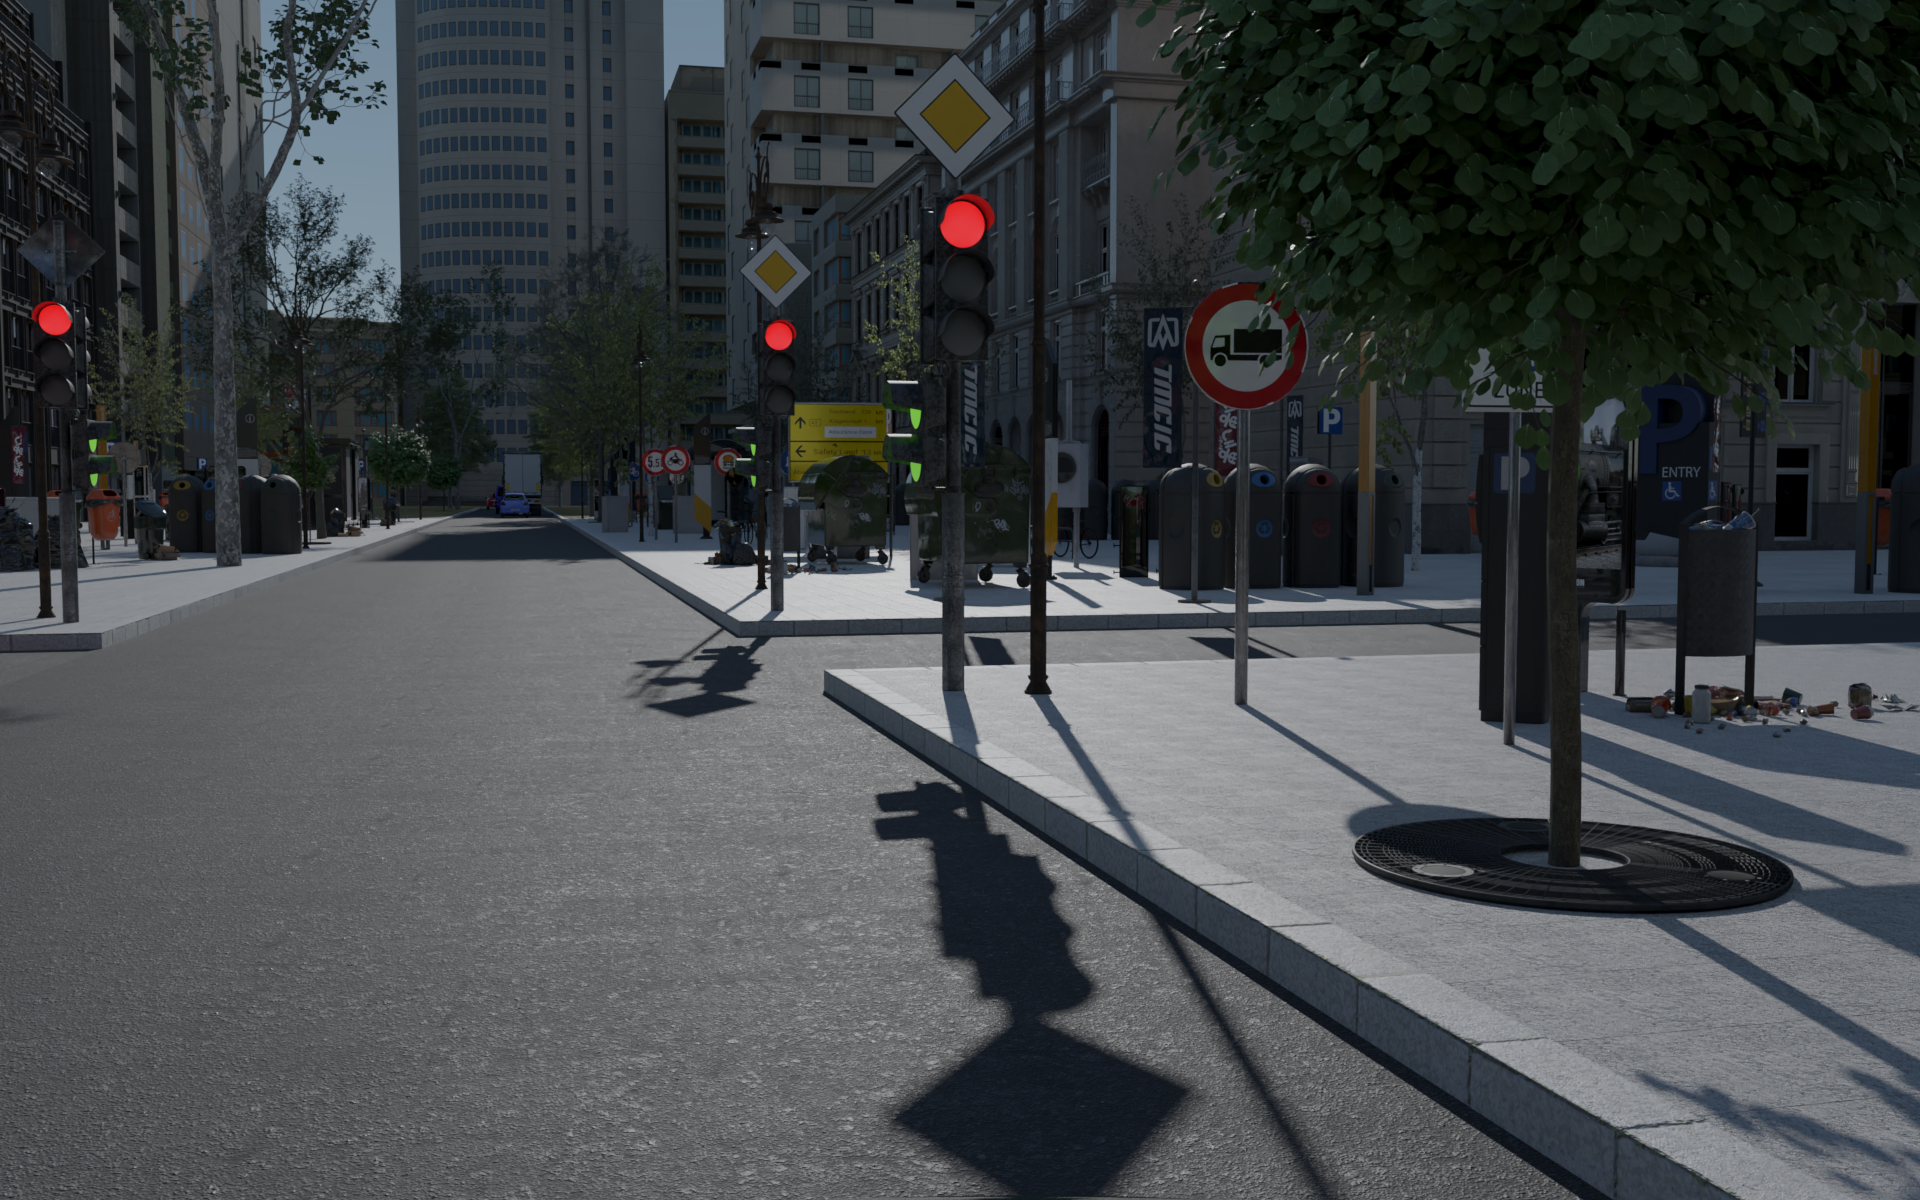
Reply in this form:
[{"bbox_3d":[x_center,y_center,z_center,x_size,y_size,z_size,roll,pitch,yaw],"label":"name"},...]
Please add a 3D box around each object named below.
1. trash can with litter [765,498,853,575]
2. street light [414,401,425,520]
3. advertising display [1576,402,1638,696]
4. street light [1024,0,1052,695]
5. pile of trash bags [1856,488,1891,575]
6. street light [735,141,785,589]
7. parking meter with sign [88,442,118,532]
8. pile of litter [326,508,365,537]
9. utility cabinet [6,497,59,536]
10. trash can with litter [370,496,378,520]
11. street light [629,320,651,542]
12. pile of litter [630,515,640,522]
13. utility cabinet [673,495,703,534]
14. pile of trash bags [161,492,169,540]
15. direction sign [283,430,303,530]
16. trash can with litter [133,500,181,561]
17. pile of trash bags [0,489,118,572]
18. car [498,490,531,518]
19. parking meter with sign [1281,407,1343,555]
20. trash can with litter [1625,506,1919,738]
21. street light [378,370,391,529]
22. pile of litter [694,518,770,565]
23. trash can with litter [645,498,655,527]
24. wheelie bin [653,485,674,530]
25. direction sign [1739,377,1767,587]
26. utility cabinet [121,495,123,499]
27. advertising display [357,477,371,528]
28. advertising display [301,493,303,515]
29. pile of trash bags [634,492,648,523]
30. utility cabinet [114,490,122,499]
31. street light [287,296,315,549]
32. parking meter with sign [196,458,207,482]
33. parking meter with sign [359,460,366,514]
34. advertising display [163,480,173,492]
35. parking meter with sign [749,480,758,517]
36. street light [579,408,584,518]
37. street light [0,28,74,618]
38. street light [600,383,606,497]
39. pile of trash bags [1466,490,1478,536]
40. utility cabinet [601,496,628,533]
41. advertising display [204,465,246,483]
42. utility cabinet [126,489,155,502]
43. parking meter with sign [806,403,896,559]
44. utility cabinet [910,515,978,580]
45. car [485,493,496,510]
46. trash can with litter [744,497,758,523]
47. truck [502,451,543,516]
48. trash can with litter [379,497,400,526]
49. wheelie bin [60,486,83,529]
[{"bbox_3d":[-2.487,-1.071,28.565,1.678,1.210,2.233,3,5,40],"label":"trash can with litter"},{"bbox_3d":[-26.881,-6.933,86.149,0.468,5.910,1.993,-1,4,-14],"label":"street light"},{"bbox_3d":[3.925,-0.372,11.301,0.123,1.923,0.974,-3,5,-40],"label":"advertising display"},{"bbox_3d":[0.503,-2.336,10.981,0.468,5.910,1.993,-1,4,-14],"label":"street light"},{"bbox_3d":[15.892,-1.056,27.010,3.447,1.369,1.912,2,4,31],"label":"pile of trash bags"},{"bbox_3d":[-2.678,-3.082,23.185,0.468,5.910,1.993,-1,4,-14],"label":"street light"},{"bbox_3d":[-28.799,-3.781,58.082,1.738,3.016,0.543,3,5,44],"label":"parking meter with sign"},{"bbox_3d":[-18.581,-2.352,52.422,1.176,0.858,1.719,1,4,22],"label":"pile of litter"},{"bbox_3d":[-19.520,-1.551,36.517,1.020,1.237,0.306,-2,4,-30],"label":"utility cabinet"},{"bbox_3d":[-29.732,-4.571,85.798,2.233,1.210,1.678,0,4,-5],"label":"trash can with litter"},{"bbox_3d":[-8.540,-4.497,46.306,0.468,5.910,1.993,-1,4,-14],"label":"street light"},{"bbox_3d":[-15.420,-4.010,79.536,1.719,0.858,1.176,-1,4,-17],"label":"pile of litter"},{"bbox_3d":[-8.781,-2.753,56.173,1.020,1.237,0.306,0,4,2],"label":"utility cabinet"},{"bbox_3d":[-21.333,-2.369,48.487,1.912,1.369,3.447,-3,4,-39],"label":"pile of trash bags"},{"bbox_3d":[-23.338,-4.218,60.962,0.876,3.537,0.379,-1,4,-14],"label":"direction sign"},{"bbox_3d":[-15.593,-1.368,33.756,1.055,1.170,0.624,2,4,32],"label":"trash can with litter"},{"bbox_3d":[-16.015,-1.245,30.115,1.912,1.369,3.447,1,4,19],"label":"pile of trash bags"},{"bbox_3d":[-26.936,-5.824,104.809,1.945,1.707,3.694,-1,4,-14],"label":"car"},{"bbox_3d":[7.103,-2.397,35.453,0.543,3.016,1.738,-1,4,-21],"label":"parking meter with sign"},{"bbox_3d":[4.819,0.057,10.122,2.233,1.210,1.678,-1,4,-18],"label":"trash can with litter"},{"bbox_3d":[-20.894,-5.523,63.084,0.468,5.910,1.993,-1,4,-14],"label":"street light"},{"bbox_3d":[-4.067,-1.078,31.588,1.176,0.858,1.719,-3,5,-43],"label":"pile of litter"},{"bbox_3d":[-11.803,-3.397,66.928,0.624,1.170,1.055,-1,4,-20],"label":"trash can with litter"},{"bbox_3d":[-10.715,-3.345,62.605,0.980,1.594,0.693,-2,4,-28],"label":"wheelie bin"},{"bbox_3d":[10.984,-1.959,24.022,0.379,3.537,0.876,3,5,45],"label":"direction sign"},{"bbox_3d":[-39.355,-4.363,82.497,1.020,1.237,0.306,-1,4,-16],"label":"utility cabinet"},{"bbox_3d":[-22.419,-3.667,65.175,0.123,1.923,0.974,-3,5,-39],"label":"advertising display"},{"bbox_3d":[-22.324,-3.218,57.826,0.974,1.923,0.123,0,4,6],"label":"advertising display"},{"bbox_3d":[-13.146,-4.058,76.099,3.447,1.369,1.912,3,5,41],"label":"pile of trash bags"},{"bbox_3d":[-41.559,-4.723,85.899,1.173,1.500,0.318,3,4,38],"label":"utility cabinet"},{"bbox_3d":[-15.390,-4.146,40.571,0.468,5.910,1.993,-1,4,-14],"label":"street light"},{"bbox_3d":[-36.017,-5.346,83.672,1.738,3.016,0.543,2,4,27],"label":"parking meter with sign"},{"bbox_3d":[-30.882,-5.653,88.694,0.543,3.016,1.738,0,4,-2],"label":"parking meter with sign"},{"bbox_3d":[-37.061,-4.644,81.140,0.974,1.923,0.123,3,5,44],"label":"advertising display"},{"bbox_3d":[-11.011,-5.932,93.250,0.543,3.016,1.738,-3,5,-43],"label":"parking meter with sign"},{"bbox_3d":[-19.920,-7.245,91.244,0.468,5.910,1.993,-1,4,-14],"label":"street light"},{"bbox_3d":[-9.489,-2.753,17.807,0.468,5.910,1.993,-1,4,-14],"label":"street light"},{"bbox_3d":[-14.183,-5.871,68.784,0.468,5.910,1.993,-1,4,-14],"label":"street light"},{"bbox_3d":[11.502,-1.546,35.034,3.447,1.369,1.912,-2,4,-35],"label":"pile of trash bags"},{"bbox_3d":[-11.544,-2.861,57.945,0.306,1.237,1.020,2,4,30],"label":"utility cabinet"},{"bbox_3d":[-16.679,-2.089,39.361,0.123,1.923,0.974,2,4,35],"label":"advertising display"},{"bbox_3d":[-36.208,-4.150,76.524,1.173,1.500,0.318,-1,4,-20],"label":"utility cabinet"},{"bbox_3d":[-2.178,-2.335,34.434,1.738,3.016,0.543,-1,4,-16],"label":"parking meter with sign"},{"bbox_3d":[-0.243,-0.907,25.986,1.020,1.237,0.306,0,4,-2],"label":"utility cabinet"},{"bbox_3d":[-42.748,-9.218,159.748,2.155,1.783,4.494,-1,4,-14],"label":"car"},{"bbox_3d":[-9.200,-3.992,76.655,1.055,1.170,0.624,2,4,29],"label":"trash can with litter"},{"bbox_3d":[-29.725,-7.880,117.743,2.839,4.237,11.283,-1,4,-14],"label":"truck"},{"bbox_3d":[-23.087,-3.588,70.050,0.624,1.170,1.055,0,4,-1],"label":"trash can with litter"},{"bbox_3d":[-32.735,-3.406,63.604,0.693,1.594,0.980,1,4,13],"label":"wheelie bin"}]
